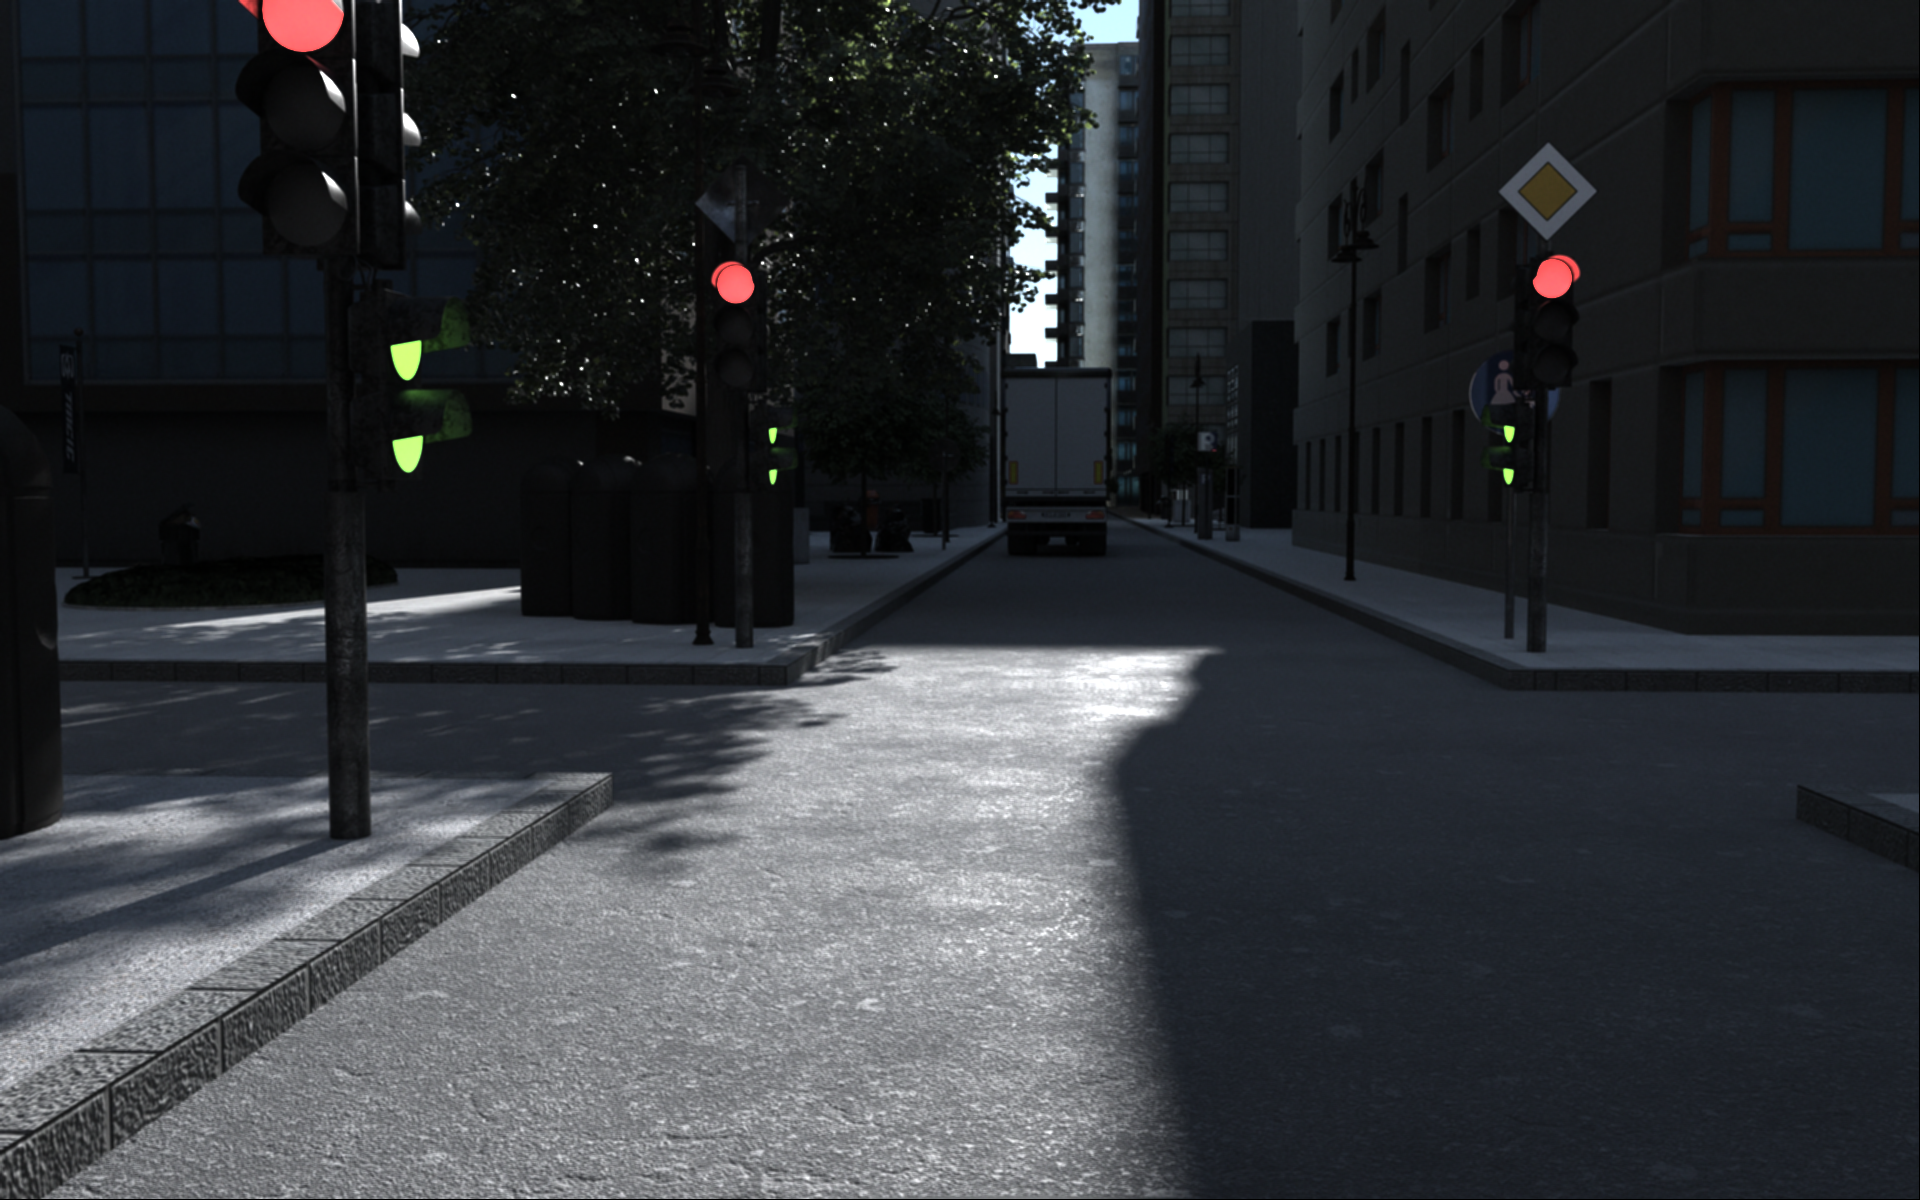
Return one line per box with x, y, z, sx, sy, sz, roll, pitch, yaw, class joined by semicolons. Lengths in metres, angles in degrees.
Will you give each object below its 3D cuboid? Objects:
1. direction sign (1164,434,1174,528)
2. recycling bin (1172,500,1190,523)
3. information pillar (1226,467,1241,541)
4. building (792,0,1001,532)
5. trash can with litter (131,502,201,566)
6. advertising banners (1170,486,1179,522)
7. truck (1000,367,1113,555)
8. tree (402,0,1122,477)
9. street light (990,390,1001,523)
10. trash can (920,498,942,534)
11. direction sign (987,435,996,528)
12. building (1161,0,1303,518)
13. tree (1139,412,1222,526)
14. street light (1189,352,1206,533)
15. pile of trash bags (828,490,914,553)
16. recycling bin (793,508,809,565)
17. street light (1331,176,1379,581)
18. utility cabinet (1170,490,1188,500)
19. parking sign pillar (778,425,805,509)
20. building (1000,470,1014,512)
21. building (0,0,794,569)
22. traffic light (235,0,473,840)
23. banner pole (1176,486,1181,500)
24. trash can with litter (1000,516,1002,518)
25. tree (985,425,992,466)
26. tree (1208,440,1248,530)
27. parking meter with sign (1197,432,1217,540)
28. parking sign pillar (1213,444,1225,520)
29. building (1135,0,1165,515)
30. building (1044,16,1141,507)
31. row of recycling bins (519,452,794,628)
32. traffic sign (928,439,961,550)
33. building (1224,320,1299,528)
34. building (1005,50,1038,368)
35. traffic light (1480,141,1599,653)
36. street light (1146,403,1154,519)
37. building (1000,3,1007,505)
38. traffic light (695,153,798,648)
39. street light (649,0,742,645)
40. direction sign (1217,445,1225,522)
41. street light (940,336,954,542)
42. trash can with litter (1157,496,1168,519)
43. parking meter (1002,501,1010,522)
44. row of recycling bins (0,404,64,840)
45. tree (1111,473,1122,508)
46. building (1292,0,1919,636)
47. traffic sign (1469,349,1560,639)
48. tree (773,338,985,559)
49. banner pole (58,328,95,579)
7.987;-4.534;66.133;0.379;3.537;0.876;2;4;27;direction sign
9.977;-4.011;78.137;0.722;1.027;0.722;0;4;-2;recycling bin
7.449;-2.615;47.249;0.304;2.012;0.304;2;4;32;information pillar
-9.357;-32.293;69.992;21.231;58.520;28.212;0;4;3;building
-11.439;-0.820;24.801;1.055;1.170;0.624;-2;4;-25;trash can with litter
9.951;-5.138;80.198;0.090;3.025;2.074;1;4;19;advertising banners
2.526;-3.371;44.036;2.839;4.237;11.283;0;4;4;truck
-2.807;-7.006;21.212;9.857;13.997;8.962;0;3;0;tree
1.599;-6.362;76.811;0.468;5.910;1.993;0;4;3;street light
-0.935;-2.735;56.364;0.748;1.137;0.748;0;3;0;trash can
1.221;-4.556;66.480;0.379;3.537;0.876;0;4;1;direction sign
18.371;-25.285;96.997;14.154;41.232;14.086;0;4;3;building
8.854;-5.226;69.154;4.285;4.588;4.351;0;3;0;tree
7.742;-5.124;56.558;0.468;5.910;1.993;0;4;3;street light
-2.049;-1.821;39.528;1.912;1.369;3.447;0;4;-3;pile of trash bags
-3.250;-1.175;31.761;0.722;1.027;0.722;3;4;39;recycling bin
5.802;-3.230;25.593;0.468;5.910;1.993;0;4;3;street light
11.175;-4.894;88.700;1.173;1.500;0.318;-3;5;-43;utility cabinet
-5.359;-3.941;52.912;1.447;3.967;1.447;3;4;39;parking sign pillar
-11.850;-26.852;130.903;32.217;40.220;23.993;0;4;3;building
-11.451;-23.559;35.304;14.600;45.320;14.200;0;4;3;building
-2.268;-1.067;6.373;0.839;4.253;0.868;0;4;3;traffic light
10.525;-5.761;84.210;0.863;3.779;0.401;2;4;34;banner pole
2.008;-4.750;89.053;1.055;1.170;0.624;-1;4;-9;trash can with litter
-0.801;-4.203;52.434;4.285;4.588;4.351;0;3;0;tree
9.225;-4.088;61.448;1.663;3.219;1.824;0;3;0;tree
7.006;-3.244;49.302;0.543;3.016;1.738;0;4;6;parking meter with sign
12.936;-5.971;86.103;1.447;3.967;1.447;2;4;33;parking sign pillar
20.053;-29.055;125.156;14.600;45.320;14.200;0;4;3;building
24.305;-34.515;183.936;30.456;49.044;23.786;0;4;3;building
-3.152;-0.644;17.639;3.534;1.692;1.069;2;4;34;row of recycling bins
-0.370;-2.425;39.754;0.768;2.556;0.104;1;4;11;traffic sign
21.677;-45.489;56.421;22.319;86.520;31.000;0;4;3;building
-7.250;-53.267;183.585;31.000;86.520;22.319;0;4;3;building
4.667;-1.532;13.968;0.839;4.253;0.868;0;4;3;traffic light
9.692;-7.071;88.404;0.468;5.910;1.993;0;4;3;street light
-6.810;-32.421;153.782;21.600;48.544;21.300;0;4;3;building
-1.783;-1.555;14.343;0.839;4.253;0.868;0;4;3;traffic light
-2.194;-2.558;14.613;0.468;5.910;1.993;0;4;3;street light
12.075;-5.383;80.013;0.876;3.537;0.379;1;4;8;direction sign
-0.345;-4.468;45.846;0.468;5.910;1.993;0;4;3;street light
10.435;-4.637;87.206;0.624;1.170;1.055;3;5;44;trash can with litter
2.117;-4.503;79.333;0.255;1.863;0.399;1;4;21;parking meter
-5.231;0.013;6.901;3.534;1.692;1.069;1;4;10;row of recycling bins
13.748;-9.890;156.302;1.663;3.219;1.824;0;3;0;tree
21.880;-11.190;27.995;28.899;21.520;27.650;0;4;3;building
4.877;-0.929;15.302;0.768;2.556;0.104;1;4;11;traffic sign
-2.028;-3.124;34.789;4.285;4.588;4.351;0;3;0;tree
-13.248;-2.197;25.935;0.401;3.779;0.863;0;4;-2;banner pole
